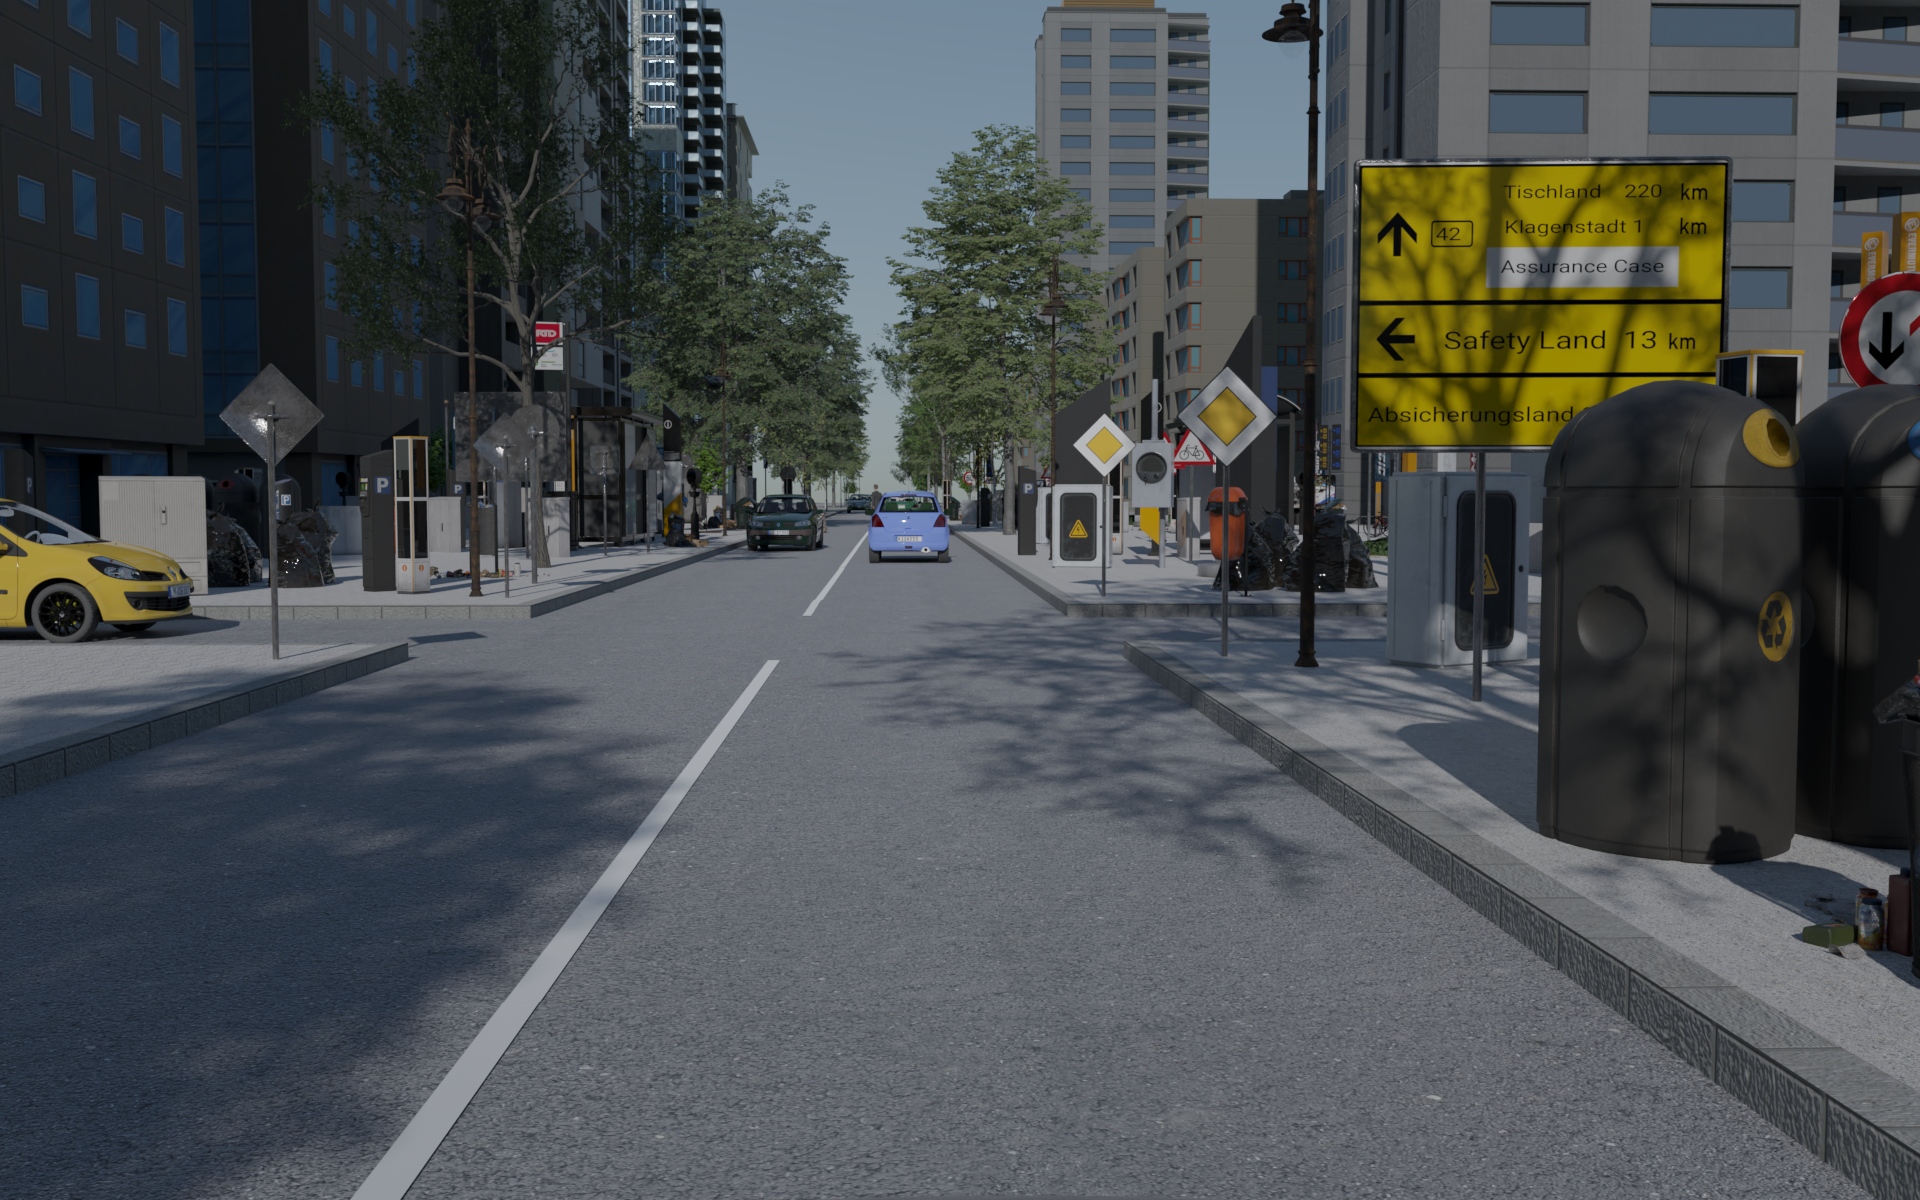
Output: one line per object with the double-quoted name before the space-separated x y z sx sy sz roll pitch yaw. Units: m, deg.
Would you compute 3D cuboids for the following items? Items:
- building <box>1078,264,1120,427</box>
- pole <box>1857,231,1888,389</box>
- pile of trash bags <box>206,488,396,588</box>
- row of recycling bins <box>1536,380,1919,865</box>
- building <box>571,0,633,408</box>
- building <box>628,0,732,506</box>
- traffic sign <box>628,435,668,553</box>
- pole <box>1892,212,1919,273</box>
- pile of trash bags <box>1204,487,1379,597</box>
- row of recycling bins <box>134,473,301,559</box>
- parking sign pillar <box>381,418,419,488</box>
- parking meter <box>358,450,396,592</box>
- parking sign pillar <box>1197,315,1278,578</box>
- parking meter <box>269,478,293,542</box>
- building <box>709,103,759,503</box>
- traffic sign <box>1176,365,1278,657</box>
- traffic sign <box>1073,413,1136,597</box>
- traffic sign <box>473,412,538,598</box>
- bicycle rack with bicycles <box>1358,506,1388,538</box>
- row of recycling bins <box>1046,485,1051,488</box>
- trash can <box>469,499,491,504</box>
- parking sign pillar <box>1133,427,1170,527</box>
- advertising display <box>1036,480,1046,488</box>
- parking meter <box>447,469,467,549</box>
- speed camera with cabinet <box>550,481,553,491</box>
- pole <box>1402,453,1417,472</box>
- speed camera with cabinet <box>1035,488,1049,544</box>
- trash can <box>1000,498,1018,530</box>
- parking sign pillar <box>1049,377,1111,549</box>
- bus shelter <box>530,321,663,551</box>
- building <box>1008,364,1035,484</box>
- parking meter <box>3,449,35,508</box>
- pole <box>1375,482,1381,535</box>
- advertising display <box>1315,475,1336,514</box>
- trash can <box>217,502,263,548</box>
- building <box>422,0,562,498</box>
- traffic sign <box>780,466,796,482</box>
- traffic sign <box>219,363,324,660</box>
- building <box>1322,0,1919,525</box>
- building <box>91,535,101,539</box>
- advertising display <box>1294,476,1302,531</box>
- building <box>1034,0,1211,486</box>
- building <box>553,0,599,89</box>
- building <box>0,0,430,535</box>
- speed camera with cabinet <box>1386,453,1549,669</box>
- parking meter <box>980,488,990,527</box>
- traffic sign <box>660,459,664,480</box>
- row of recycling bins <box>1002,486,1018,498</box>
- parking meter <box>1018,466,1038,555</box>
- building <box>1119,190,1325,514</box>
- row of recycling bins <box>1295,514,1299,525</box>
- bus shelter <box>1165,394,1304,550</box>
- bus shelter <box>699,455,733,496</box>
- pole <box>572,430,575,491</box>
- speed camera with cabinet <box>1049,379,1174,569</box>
"building" 25.169 -18.359 145.208 27.650 21.520 28.899 0 4 -2
"pole" 7.139 -1.209 13.603 0.158 3.312 0.155 0 3 0
"pile of trash bags" -9.194 -0.895 24.391 3.447 1.369 1.912 0 4 4
"row of recycling bins" 3.929 0.034 6.564 3.534 1.692 1.069 0 4 -6
"building" -33.983 -42.435 132.072 20.563 71.187 20.611 0 4 -2
"building" -38.238 -54.671 206.549 22.319 86.520 31.000 0 4 -2
"traffic sign" -6.823 -2.315 37.861 0.884 2.594 0.081 0 4 7
"pole" 6.873 -1.151 12.655 0.158 3.312 0.155 0 3 0
"pile of trash bags" 4.181 -0.808 22.961 1.912 1.369 3.447 2 4 34
"row of recycling bins" -14.989 -1.691 34.763 3.534 1.692 1.069 0 4 0
"parking sign pillar" -19.798 -4.449 61.212 1.447 3.967 1.447 -2 4 -33
"parking meter" -7.674 -1.046 22.806 0.255 1.863 0.399 3 5 42
"parking sign pillar" 4.429 -2.349 26.874 1.447 3.967 1.447 -1 4 -16
"parking meter" -10.930 -1.192 27.898 0.372 1.533 0.369 0 3 0
"building" -42.650 -39.631 237.199 28.713 52.752 27.495 0 4 -2
"traffic sign" 2.087 -0.610 13.622 0.795 2.450 0.064 0 4 -2
"traffic sign" 1.795 -1.098 21.602 0.795 2.450 0.064 0 4 -2
"traffic sign" -5.595 -1.083 21.352 0.795 2.450 0.064 0 4 -2
"bicycle rack with bicycles" 13.241 -2.354 51.865 2.925 0.926 2.852 0 4 -2
"row of recycling bins" 3.868 -4.588 82.120 1.069 1.692 3.534 1 4 15
"trash can" -13.919 -2.377 50.517 0.748 1.137 0.748 0 3 0
"parking sign pillar" 7.481 -4.841 67.625 1.447 3.967 1.447 0 4 5
"advertising display" 4.189 -5.078 88.242 0.123 1.923 0.974 1 4 22
"parking meter" -11.855 -2.146 40.806 0.399 1.863 0.255 -3 4 -37
"speed camera with cabinet" -19.042 -5.302 81.020 2.038 3.252 0.660 3 4 38
"pole" 6.731 -1.963 25.941 0.158 3.312 0.155 0 3 0
"speed camera with cabinet" 2.792 -3.089 44.839 2.038 3.252 0.660 -2 4 -32
"trash can" 1.815 -3.085 62.090 0.748 1.137 0.748 0 3 0
"parking sign pillar" 2.792 -3.148 39.949 1.447 3.967 1.447 0 4 -6
"bus shelter" -8.970 -3.993 42.912 2.179 5.291 8.768 0 4 -2
"building" 21.415 -24.324 242.734 27.650 21.520 28.899 0 4 -2
"parking meter" -12.320 -1.040 22.713 0.255 1.863 0.399 -1 4 -11
"pole" 13.150 -3.706 54.431 0.158 3.312 0.155 0 3 0
"advertising display" 11.928 -3.179 57.195 0.974 1.923 0.123 -1 4 -12
"trash can" -12.617 -1.145 30.378 0.748 1.137 0.748 0 3 0
"building" -28.461 -19.269 86.750 14.160 30.474 14.107 0 4 -2
"traffic sign" -7.834 -4.818 78.886 0.768 2.556 0.104 0 4 5
"traffic sign" -5.303 -0.595 13.373 0.795 2.450 0.064 0 4 -2
"building" 26.516 -32.496 73.307 21.231 58.520 28.212 0 4 -2
"building" -28.677 -23.968 41.989 14.600 45.320 14.200 0 4 -2
"advertising display" 11.541 -3.389 60.625 0.123 1.923 0.974 -3 5 -44
"building" 19.718 -41.041 213.021 21.231 58.520 28.212 0 4 -2
"building" -37.834 -31.745 108.261 28.713 52.752 27.495 0 4 -2
"building" -28.856 -25.324 64.155 14.600 45.320 14.200 0 4 -2
"speed camera with cabinet" 4.210 -1.159 13.291 2.038 3.252 0.660 -2 4 -33
"parking meter" 0.987 -3.629 67.749 0.372 1.533 0.369 0 3 0
"traffic sign" -8.420 -2.945 50.281 0.606 2.300 0.079 0 4 7
"row of recycling bins" 2.368 -4.175 75.378 1.069 1.692 3.534 0 4 -4
"parking meter" 1.418 -1.868 36.253 0.399 1.863 0.255 -1 4 -8
"building" 26.521 -16.597 116.393 27.650 21.520 28.899 0 4 -2
"row of recycling bins" 13.791 -3.976 72.119 3.534 1.692 1.069 3 5 42
"bus shelter" 5.792 -2.627 36.872 2.014 3.302 5.546 0 4 -2
"bus shelter" -12.426 -5.595 85.395 2.014 3.302 5.546 0 4 -2
"pole" -10.749 -3.311 47.975 0.158 3.312 0.155 0 3 0
"speed camera with cabinet" 2.645 -2.174 29.887 2.038 3.252 0.660 1 4 12
